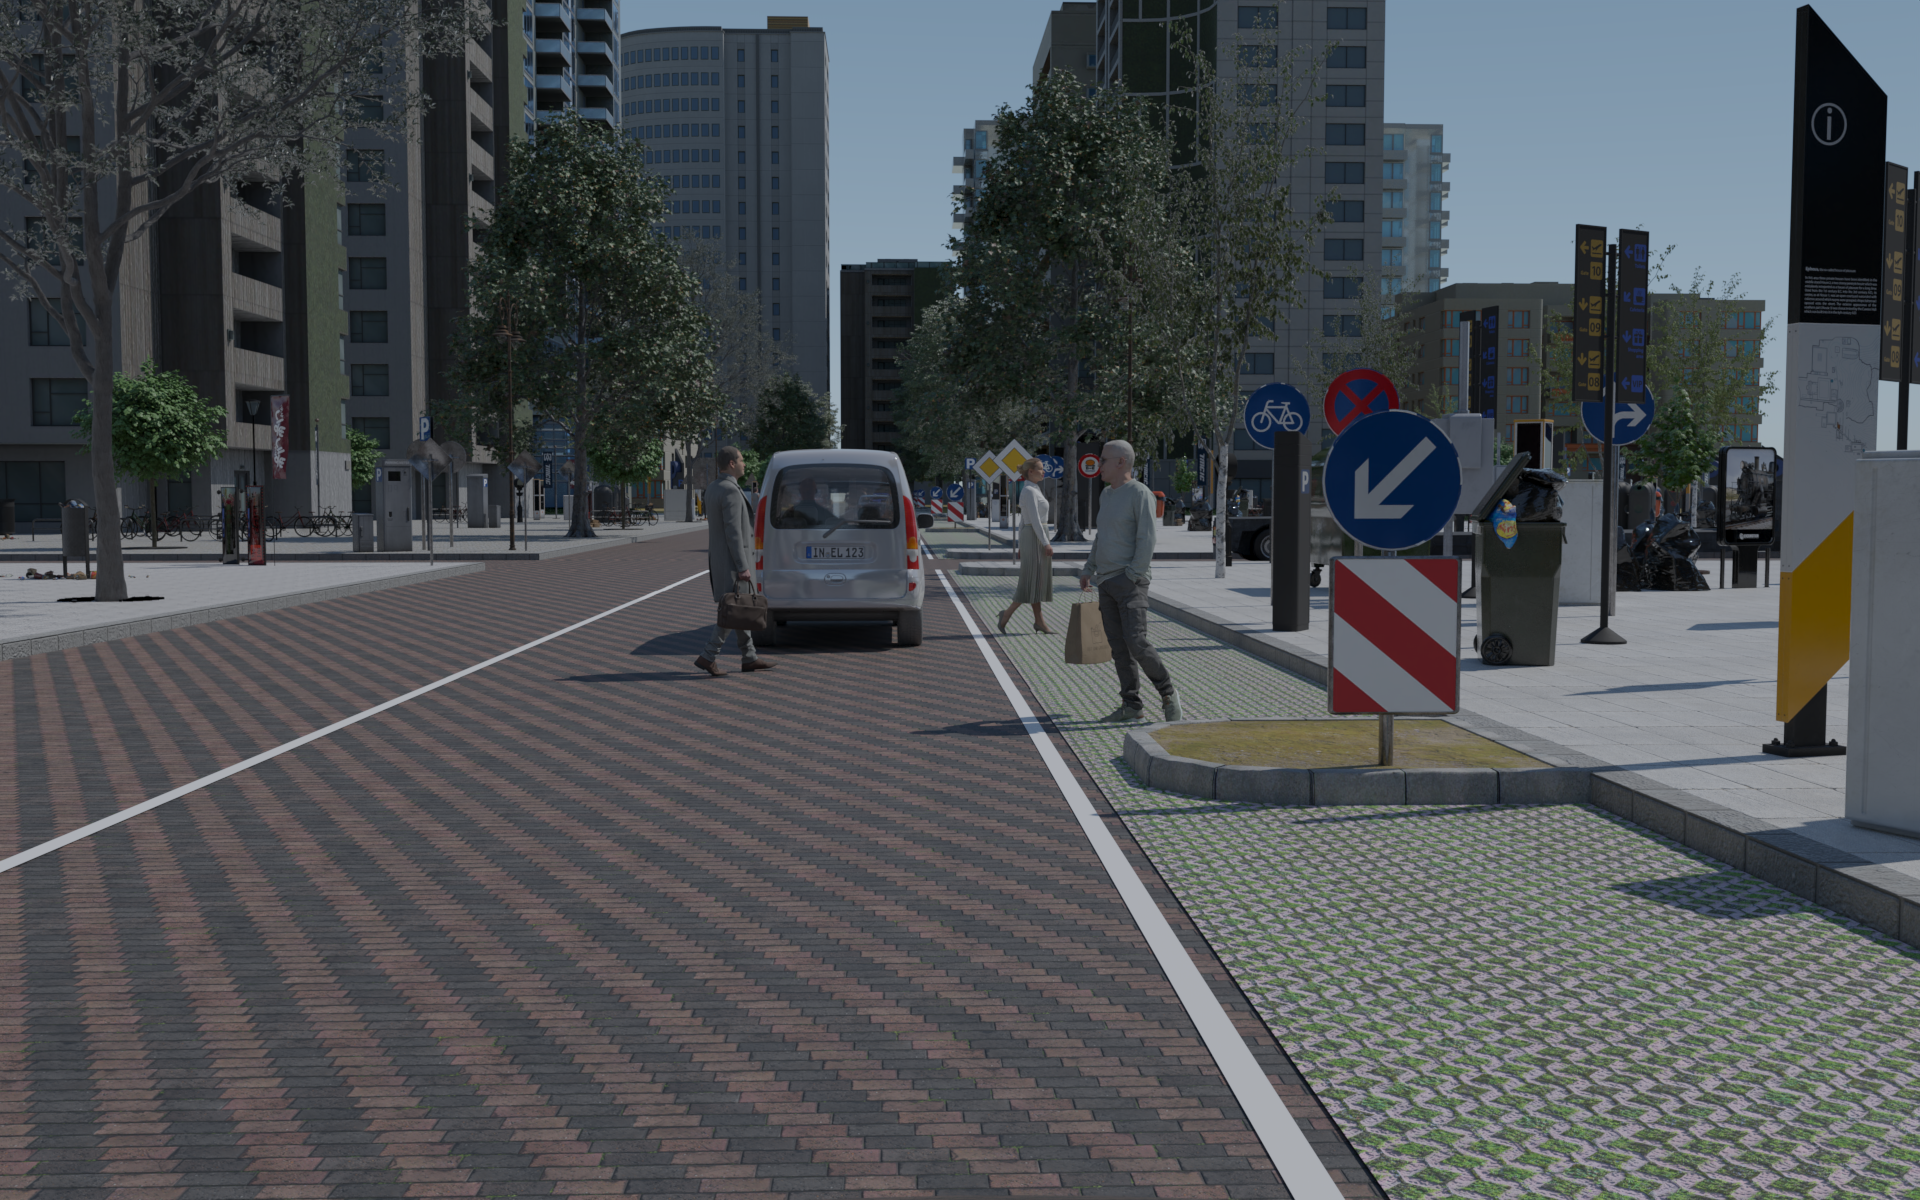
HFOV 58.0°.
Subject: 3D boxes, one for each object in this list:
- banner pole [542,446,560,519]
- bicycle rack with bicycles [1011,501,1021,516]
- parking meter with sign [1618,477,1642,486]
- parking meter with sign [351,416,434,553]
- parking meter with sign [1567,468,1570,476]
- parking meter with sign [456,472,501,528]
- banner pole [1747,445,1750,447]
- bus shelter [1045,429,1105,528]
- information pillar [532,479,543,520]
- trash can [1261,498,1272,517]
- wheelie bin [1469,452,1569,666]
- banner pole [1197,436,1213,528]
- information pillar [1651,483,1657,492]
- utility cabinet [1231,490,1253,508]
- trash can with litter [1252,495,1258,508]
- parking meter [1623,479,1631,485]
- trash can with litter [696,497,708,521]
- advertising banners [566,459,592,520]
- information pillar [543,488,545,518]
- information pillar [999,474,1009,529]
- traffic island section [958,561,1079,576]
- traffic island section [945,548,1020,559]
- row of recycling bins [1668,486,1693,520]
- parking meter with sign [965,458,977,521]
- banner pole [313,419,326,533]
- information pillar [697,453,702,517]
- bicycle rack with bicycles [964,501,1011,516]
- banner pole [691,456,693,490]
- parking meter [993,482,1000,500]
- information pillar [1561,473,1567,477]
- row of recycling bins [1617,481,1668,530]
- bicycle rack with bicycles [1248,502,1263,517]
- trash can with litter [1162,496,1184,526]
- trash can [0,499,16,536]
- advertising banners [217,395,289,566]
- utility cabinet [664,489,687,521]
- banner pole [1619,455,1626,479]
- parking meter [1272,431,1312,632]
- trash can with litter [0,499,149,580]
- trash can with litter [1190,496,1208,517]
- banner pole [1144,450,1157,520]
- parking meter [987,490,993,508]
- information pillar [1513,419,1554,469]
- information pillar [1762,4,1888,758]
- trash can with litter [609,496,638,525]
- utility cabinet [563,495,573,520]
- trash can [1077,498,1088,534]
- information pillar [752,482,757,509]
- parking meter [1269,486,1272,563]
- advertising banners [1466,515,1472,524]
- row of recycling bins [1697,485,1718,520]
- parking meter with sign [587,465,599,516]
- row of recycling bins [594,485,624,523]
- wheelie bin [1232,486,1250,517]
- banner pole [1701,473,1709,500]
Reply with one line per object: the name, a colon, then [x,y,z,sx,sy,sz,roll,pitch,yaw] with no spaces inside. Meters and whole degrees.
banner pole: [-21.089,-6.075,89.348,0.863,3.779,0.401,-1,4,-18]
bicycle rack with bicycles: [5.076,-5.906,109.937,2.852,0.926,2.925,1,4,14]
parking meter with sign: [33.858,-5.629,88.300,1.738,3.016,0.543,2,4,29]
parking meter with sign: [-12.627,-2.586,38.538,1.738,3.016,0.543,-3,5,-42]
parking meter with sign: [39.391,-7.227,114.416,0.543,3.016,1.738,-2,4,-32]
parking meter with sign: [-18.281,-4.240,65.589,1.738,3.016,0.543,1,4,10]
banner pole: [40.616,-6.040,88.767,0.863,3.779,0.401,0,4,3]
bus shelter: [4.361,-4.557,65.788,1.731,3.624,6.357,0,4,-2]
information pillar: [-20.824,-4.932,85.135,0.304,2.012,0.304,-1,4,-22]
trash can: [10.293,-2.775,57.031,0.748,1.137,0.748,0,3,0]
wheelie bin: [4.248,-0.322,13.165,0.693,1.594,0.980,1,4,12]
banner pole: [9.247,-4.606,65.320,0.401,3.779,0.863,-3,5,-41]
information pillar: [30.009,-4.321,75.145,0.304,2.012,0.304,-2,4,-26]
utility cabinet: [15.487,-5.296,95.270,1.173,1.500,0.318,1,4,15]
trash can with litter: [16.367,-5.334,98.266,2.233,1.210,1.678,3,5,43]
parking meter: [25.769,-3.745,66.939,0.255,1.863,0.399,2,4,26]
trash can with litter: [-12.227,-4.462,84.007,1.678,1.210,2.233,0,4,-5]
advertising banners: [-18.707,-5.551,86.952,2.074,3.025,0.090,0,4,-4]
information pillar: [-22.040,-5.290,90.986,0.304,2.012,0.304,3,4,38]
information pillar: [1.638,-3.656,64.270,0.304,2.012,0.304,1,4,12]
traffic island section: [1.003,-0.559,31.423,2.009,0.180,2.903,0,4,-2]
traffic island section: [0.691,-1.047,39.402,2.009,0.180,2.903,0,4,-2]
row of recycling bins: [34.688,-4.797,85.551,3.534,1.692,1.069,0,4,4]
parking meter with sign: [0.572,-5.395,84.474,0.543,3.016,1.738,0,4,4]
banner pole: [-21.230,-4.110,57.223,0.401,3.779,0.863,-1,4,-14]
information pillar: [-14.798,-6.537,98.236,0.183,3.616,0.504,-2,4,-24]
bicycle rack with bicycles: [1.191,-5.605,105.022,2.925,0.926,2.852,-1,4,-10]
banner pole: [-17.330,-7.537,113.243,0.863,3.779,0.401,-3,4,-36]
parking meter: [1.770,-4.682,82.270,0.399,1.863,0.255,1,4,23]
information pillar: [20.851,-3.400,60.084,0.304,2.012,0.304,3,4,37]
row of recycling bins: [20.608,-2.945,55.261,1.069,1.692,3.534,-2,4,-32]
bicycle rack with bicycles: [13.812,-4.074,79.999,2.925,0.926,2.852,-1,4,-18]
trash can with litter: [8.443,-3.537,69.212,1.055,1.170,0.624,-3,5,-42]
trash can: [-29.682,-2.575,53.748,0.748,1.137,0.748,0,3,0]
advertising banners: [-12.664,-2.134,31.075,2.074,3.025,0.090,2,4,32]
utility cabinet: [-13.374,-4.471,81.781,1.173,1.500,0.318,-2,4,-24]
banner pole: [37.385,-6.613,98.146,0.401,3.779,0.863,-2,4,-28]
parking meter: [3.120,-0.646,16.270,0.255,1.863,0.399,2,4,31]
trash can with litter: [-13.683,-0.942,26.452,2.233,1.210,1.678,2,4,25]
trash can with litter: [12.668,-4.870,91.005,1.055,1.170,0.624,-1,4,-12]
banner pole: [9.344,-5.860,85.836,0.863,3.779,0.401,1,4,22]
parking meter: [1.928,-6.247,110.543,0.372,1.533,0.369,0,3,0]
information pillar: [5.674,-0.777,17.192,0.304,2.012,0.304,2,4,35]
information pillar: [4.249,-1.046,8.464,0.504,3.616,0.183,-1,4,-14]
trash can with litter: [-14.458,-3.821,73.536,1.678,1.210,2.233,1,4,16]
utility cabinet: [-18.862,-4.500,84.733,1.020,1.237,0.306,-1,4,-21]
trash can: [3.788,-2.737,56.398,0.748,1.137,0.748,0,3,0]
information pillar: [-12.143,-5.984,102.322,0.304,2.012,0.304,-1,4,-13]
parking meter: [5.942,-1.453,32.173,0.372,1.533,0.369,0,3,0]
advertising banners: [22.358,-4.846,75.425,2.074,3.025,0.090,-3,5,-41]
row of recycling bins: [36.331,-4.516,80.949,1.069,1.692,3.534,-3,4,-36]
parking meter with sign: [-21.685,-6.495,102.455,0.543,3.016,1.738,1,4,22]
row of recycling bins: [-15.910,-4.384,78.787,1.069,1.692,3.534,0,4,0]
wheelie bin: [10.837,-3.605,66.850,0.693,1.594,0.980,0,4,6]
banner pole: [32.980,-5.302,76.703,0.863,3.779,0.401,-3,4,-38]
